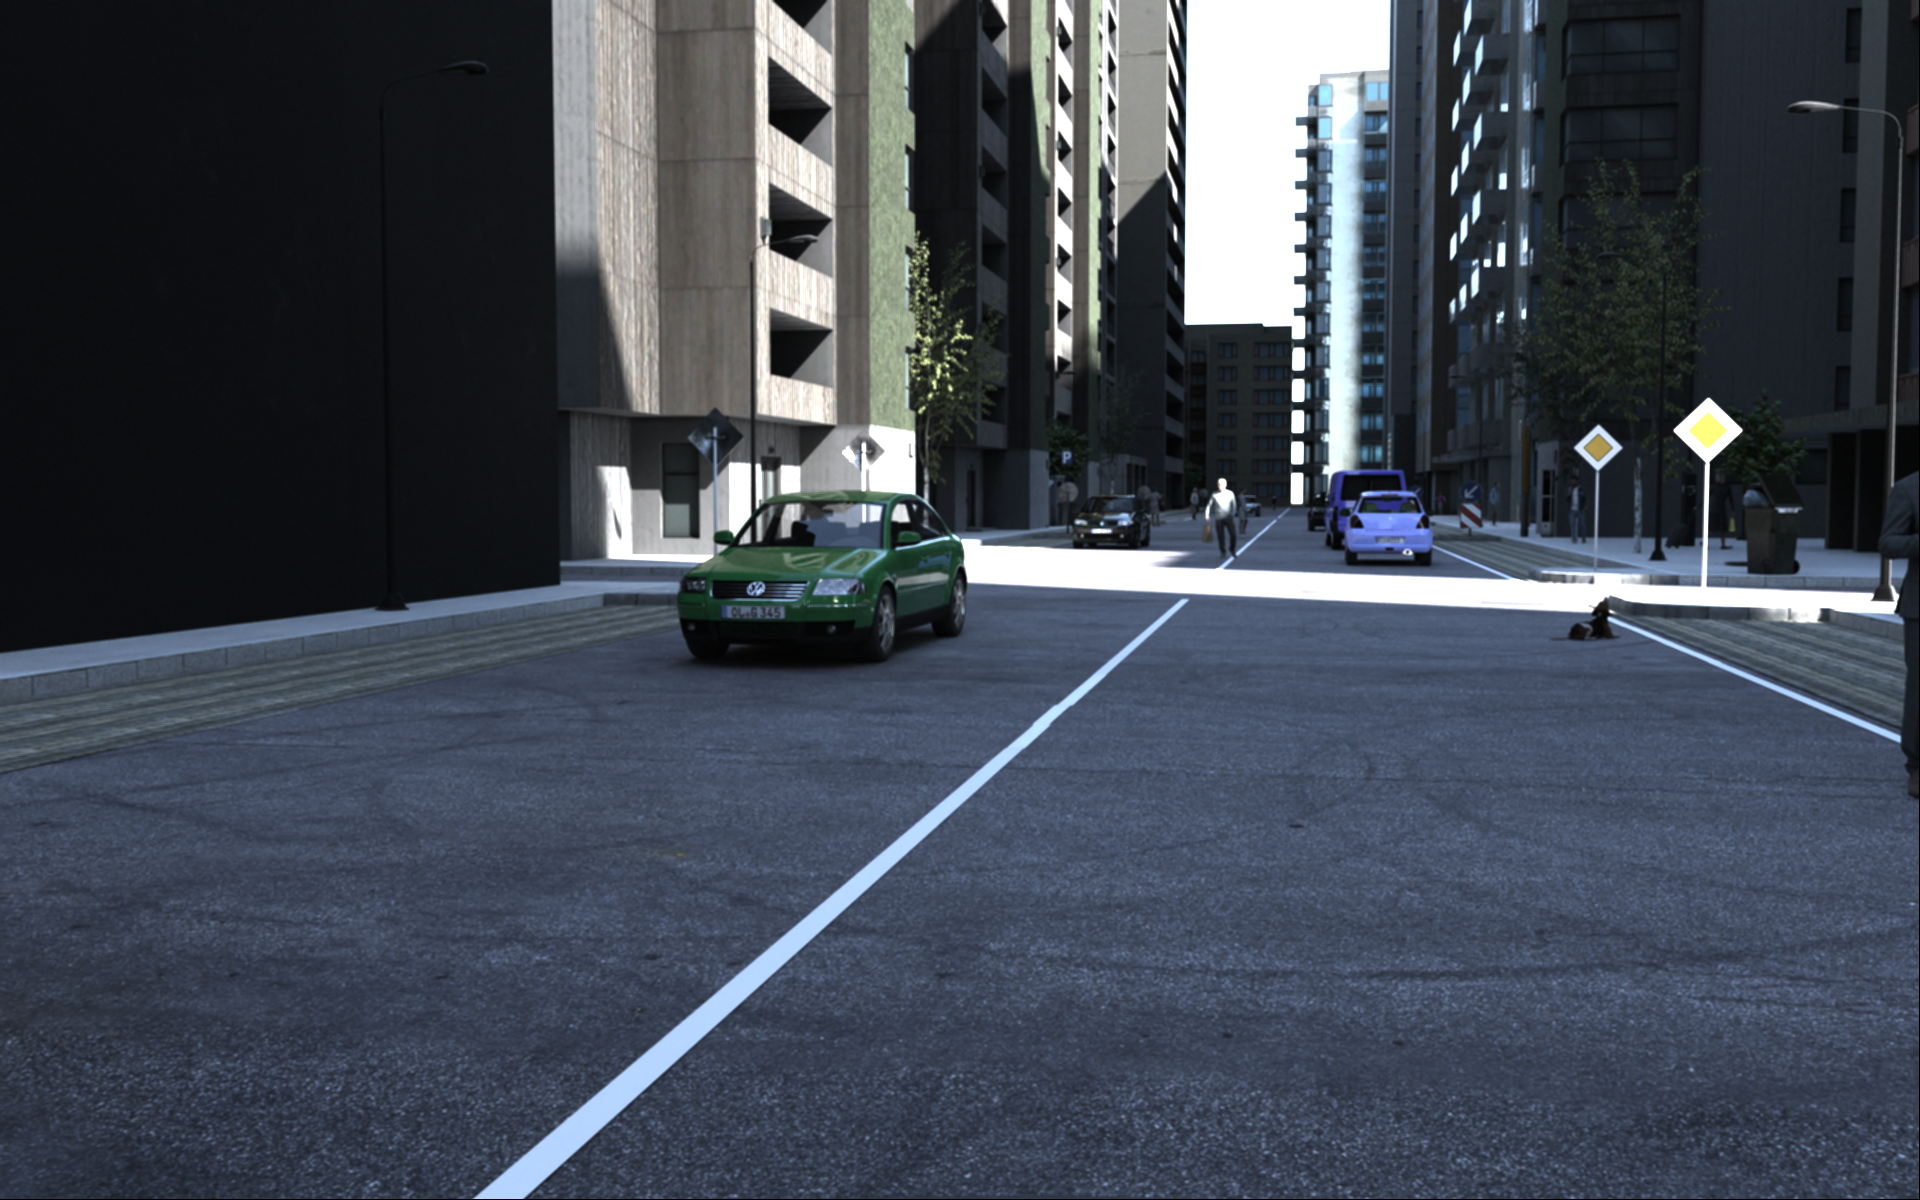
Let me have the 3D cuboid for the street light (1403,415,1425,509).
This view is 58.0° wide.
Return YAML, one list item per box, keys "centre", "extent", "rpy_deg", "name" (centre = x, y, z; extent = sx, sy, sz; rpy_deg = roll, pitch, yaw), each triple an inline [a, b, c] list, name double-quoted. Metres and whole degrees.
- centre: [26.776, -7.921, 102.043]
  extent: [1.470, 5.913, 1.316]
  rpy_deg: [1, 4, 11]
  name: "street light"

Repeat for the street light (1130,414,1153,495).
- centre: [10.402, -7.798, 100.032]
  extent: [1.470, 5.913, 1.316]
  rpy_deg: [1, 4, 11]
  name: "street light"

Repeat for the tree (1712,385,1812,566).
- centre: [14.355, -2.218, 30.867]
  extent: [1.663, 3.219, 1.824]
  rpy_deg: [0, 3, 0]
  name: "tree"

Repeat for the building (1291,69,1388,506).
- centre: [52.853, -35.140, 194.144]
  extent: [30.456, 49.044, 23.786]
  rpy_deg: [1, 4, 11]
  name: "building"

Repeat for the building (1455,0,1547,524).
- centre: [36.159, -28.410, 84.112]
  extent: [23.786, 49.044, 30.456]
  rpy_deg: [1, 4, 11]
  name: "building"

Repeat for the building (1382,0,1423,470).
- centre: [50.156, -37.788, 159.835]
  extent: [21.231, 58.520, 28.212]
  rpy_deg: [1, 4, 11]
  name: "building"

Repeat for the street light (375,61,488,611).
- centre: [-5.755, -2.834, 18.870]
  extent: [1.470, 5.913, 1.316]
  rpy_deg: [1, 4, 11]
  name: "street light"

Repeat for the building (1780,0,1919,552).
- centre: [32.684, -23.151, 33.149]
  extent: [28.867, 44.769, 22.147]
  rpy_deg: [1, 4, 11]
  name: "building"

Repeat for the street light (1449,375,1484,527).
- centre: [19.773, -5.816, 67.628]
  extent: [1.470, 5.913, 1.316]
  rpy_deg: [1, 4, 11]
  name: "street light"

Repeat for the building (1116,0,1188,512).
- centre: [6.585, -31.449, 137.888]
  extent: [21.300, 48.544, 21.600]
  rpy_deg: [1, 4, 11]
  name: "building"

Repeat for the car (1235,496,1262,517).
- centre: [18.250, -5.979, 110.334]
  extent: [1.945, 1.354, 3.894]
  rpy_deg: [1, 4, 11]
  name: "car"

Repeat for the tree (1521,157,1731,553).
- centre: [14.524, -5.314, 37.250]
  extent: [4.737, 8.622, 4.395]
  rpy_deg: [0, 3, 0]
  name: "tree"

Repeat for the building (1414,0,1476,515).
- centre: [36.644, -28.089, 109.360]
  extent: [14.600, 45.320, 14.200]
  rpy_deg: [1, 4, 11]
  name: "building"

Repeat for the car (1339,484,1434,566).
- centre: [8.868, -1.614, 35.979]
  extent: [1.945, 1.707, 3.694]
  rpy_deg: [1, 4, 12]
  name: "car"

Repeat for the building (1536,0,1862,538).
- centre: [25.956, -17.381, 55.888]
  extent: [14.160, 30.474, 14.107]
  rpy_deg: [1, 4, 11]
  name: "building"

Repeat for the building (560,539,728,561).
- centre: [-9.386, -16.334, 38.759]
  extent: [14.160, 30.474, 14.107]
  rpy_deg: [1, 4, 11]
  name: "building"

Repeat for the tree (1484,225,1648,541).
- centre: [16.509, -5.910, 46.983]
  extent: [4.360, 8.622, 3.978]
  rpy_deg: [0, 3, 0]
  name: "tree"

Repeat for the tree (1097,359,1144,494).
- centre: [8.302, -8.864, 95.285]
  extent: [4.360, 8.622, 3.978]
  rpy_deg: [0, 3, 0]
  name: "tree"

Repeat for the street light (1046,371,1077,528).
- centre: [3.729, -5.696, 65.675]
  extent: [1.470, 5.913, 1.316]
  rpy_deg: [1, 4, 11]
  name: "street light"

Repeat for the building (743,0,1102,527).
- centre: [-1.113, -18.985, 82.114]
  extent: [14.160, 30.474, 14.107]
  rpy_deg: [1, 4, 11]
  name: "building"

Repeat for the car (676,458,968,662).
- centre: [-1.161, -0.458, 16.292]
  extent: [1.959, 1.807, 4.718]
  rpy_deg: [1, 4, 13]
  name: "car"

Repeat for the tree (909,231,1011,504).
- centre: [-0.732, -6.069, 49.595]
  extent: [4.737, 8.622, 4.395]
  rpy_deg: [0, 3, 0]
  name: "tree"

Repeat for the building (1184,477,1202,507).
- centre: [8.896, -31.605, 171.366]
  extent: [28.867, 44.769, 22.147]
  rpy_deg: [1, 4, 11]
  name: "building"

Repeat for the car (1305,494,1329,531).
- centre: [14.547, -3.559, 67.975]
  extent: [2.009, 1.686, 4.222]
  rpy_deg: [1, 4, 11]
  name: "car"

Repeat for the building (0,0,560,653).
- centre: [-14.598, -11.595, 19.259]
  extent: [15.834, 23.373, 12.332]
  rpy_deg: [1, 4, 11]
  name: "building"

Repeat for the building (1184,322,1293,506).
- centre: [23.989, -21.831, 201.980]
  extent: [28.899, 21.520, 27.650]
  rpy_deg: [1, 4, 11]
  name: "building"

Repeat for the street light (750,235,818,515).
- centre: [-3.235, -3.597, 31.353]
  extent: [1.470, 5.913, 1.316]
  rpy_deg: [1, 4, 11]
  name: "street light"

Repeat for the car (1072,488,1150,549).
- centre: [4.083, -2.244, 46.480]
  extent: [2.009, 1.686, 4.222]
  rpy_deg: [1, 4, 12]
  name: "car"

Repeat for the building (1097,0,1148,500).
- centre: [2.181, -41.489, 116.592]
  extent: [20.563, 71.187, 20.611]
  rpy_deg: [1, 4, 11]
  name: "building"

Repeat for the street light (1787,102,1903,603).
- centre: [10.502, -2.939, 20.593]
  extent: [1.470, 5.913, 1.316]
  rpy_deg: [1, 4, 11]
  name: "street light"

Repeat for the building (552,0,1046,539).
- centre: [-4.801, -17.654, 60.347]
  extent: [14.160, 30.474, 14.107]
  rpy_deg: [1, 4, 11]
  name: "building"

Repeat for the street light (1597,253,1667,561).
- centre: [12.947, -3.721, 33.379]
  extent: [1.470, 5.913, 1.316]
  rpy_deg: [1, 4, 11]
  name: "street light"

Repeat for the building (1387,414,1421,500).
- centre: [44.839, -49.980, 129.840]
  extent: [22.319, 86.520, 31.000]
  rpy_deg: [1, 4, 11]
  name: "building"

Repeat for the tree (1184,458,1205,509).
- centre: [20.548, -10.601, 157.047]
  extent: [4.285, 4.588, 4.351]
  rpy_deg: [0, 3, 0]
  name: "tree"

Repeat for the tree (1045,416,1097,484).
- centre: [4.021, -5.425, 72.413]
  extent: [4.285, 4.588, 4.351]
  rpy_deg: [0, 3, 0]
  name: "tree"
